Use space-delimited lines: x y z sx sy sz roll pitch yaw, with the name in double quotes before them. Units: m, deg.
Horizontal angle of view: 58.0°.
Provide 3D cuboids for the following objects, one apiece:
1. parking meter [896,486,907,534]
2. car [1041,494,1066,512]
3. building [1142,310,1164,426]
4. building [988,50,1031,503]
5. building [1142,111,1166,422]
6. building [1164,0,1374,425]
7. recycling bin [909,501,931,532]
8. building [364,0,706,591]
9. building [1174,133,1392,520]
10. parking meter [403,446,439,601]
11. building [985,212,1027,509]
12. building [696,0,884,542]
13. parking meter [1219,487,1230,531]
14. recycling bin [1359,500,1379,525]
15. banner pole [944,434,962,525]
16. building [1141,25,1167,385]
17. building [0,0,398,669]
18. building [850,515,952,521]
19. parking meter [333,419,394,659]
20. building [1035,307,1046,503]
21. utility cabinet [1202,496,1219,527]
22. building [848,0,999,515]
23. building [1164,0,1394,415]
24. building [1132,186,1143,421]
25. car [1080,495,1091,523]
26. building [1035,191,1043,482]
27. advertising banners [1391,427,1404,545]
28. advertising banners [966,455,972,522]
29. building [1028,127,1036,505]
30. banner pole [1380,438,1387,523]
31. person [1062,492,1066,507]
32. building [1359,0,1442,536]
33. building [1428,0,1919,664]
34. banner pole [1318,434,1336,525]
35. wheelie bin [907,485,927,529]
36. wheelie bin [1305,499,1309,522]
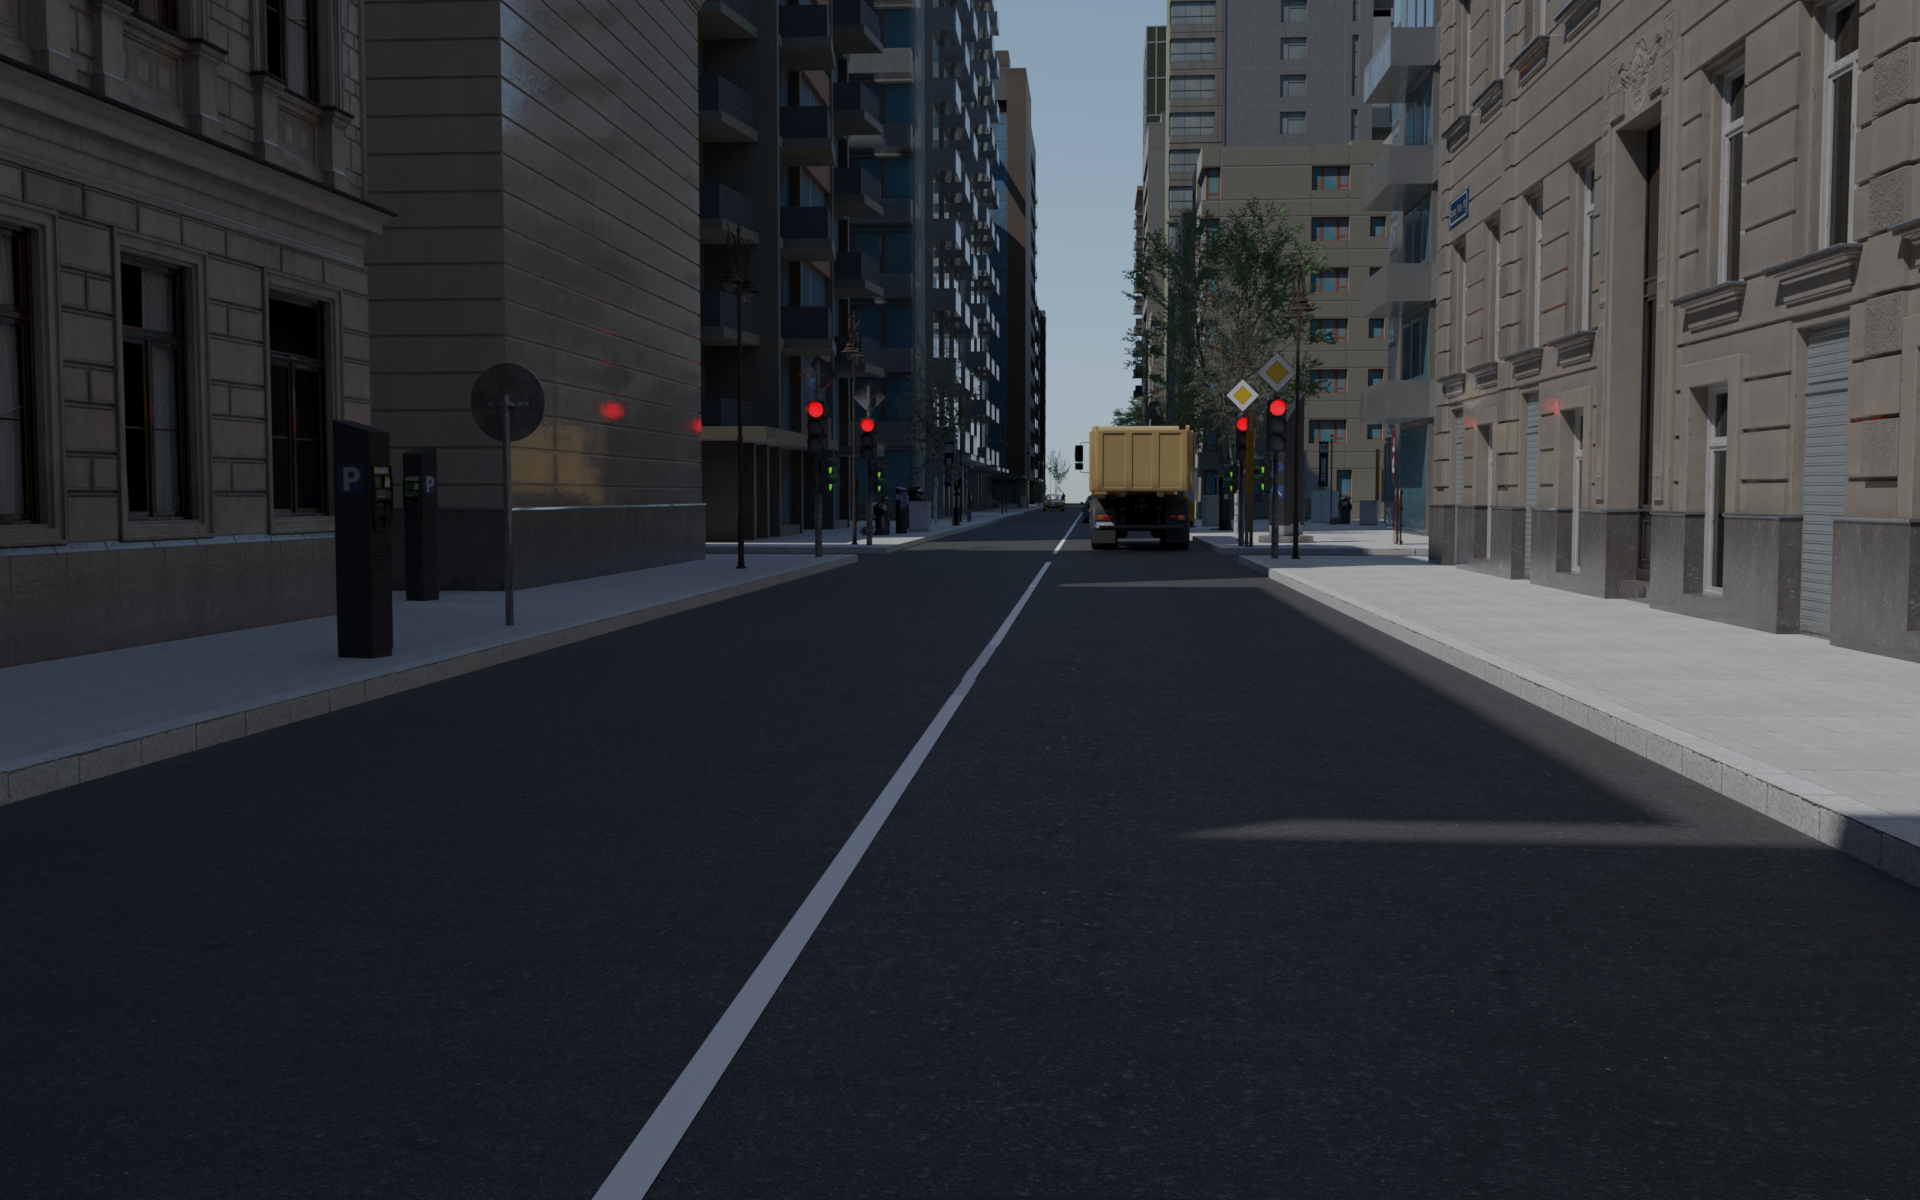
"parking meter" -1.900 -2.918 56.118 0.372 1.533 0.369 0 3 0
"car" 7.758 -8.143 143.359 2.015 1.641 3.980 0 4 5
"building" 32.880 -20.273 176.503 27.650 21.520 28.899 0 4 4
"building" 0.192 -32.396 179.792 14.600 45.320 14.200 0 4 4
"building" 33.619 -36.161 214.933 21.300 48.544 21.600 0 4 4
"building" 22.066 -27.109 126.834 14.154 41.232 14.086 0 4 4
"recycling bin" -1.377 -2.874 59.544 0.722 1.027 0.722 0 4 4
"building" -17.543 -14.157 28.733 25.104 27.353 12.463 0 4 4
"building" 26.924 -15.584 99.831 27.650 21.520 28.899 0 4 4
"parking meter" -6.493 -0.926 20.858 0.255 1.863 0.399 1 4 17
"building" -9.992 -28.730 161.618 32.217 40.220 23.993 0 4 4
"building" -14.474 -24.671 58.002 22.147 44.769 28.867 0 4 4
"parking meter" 9.297 -3.211 60.906 0.372 1.533 0.369 0 3 0
"recycling bin" 16.819 -3.585 71.175 0.722 1.027 0.722 1 4 19
"banner pole" -0.328 -5.047 72.528 0.863 3.779 0.401 2 4 29
"building" 36.061 -50.510 264.082 20.563 71.187 20.611 0 4 4
"building" -11.901 -8.923 10.522 10.561 19.102 19.286 0 4 4
"building" -10.655 -29.093 95.280 23.786 49.044 30.456 0 4 4
"parking meter" -4.677 -0.482 13.599 0.399 1.863 0.255 1 4 19
"building" 5.820 -30.009 262.355 14.160 30.474 14.107 0 4 4
"utility cabinet" 10.121 -3.521 68.732 1.020 1.237 0.306 -1 4 -22
"building" -8.502 -31.460 133.979 23.786 49.044 30.456 0 4 4
"building" 31.426 -34.123 147.152 28.713 52.752 27.495 0 4 4
"building" 35.145 -35.815 240.192 22.147 44.769 28.867 0 4 4
"car" 7.105 -4.639 87.854 2.014 1.417 4.499 0 4 3
"building" -0.610 -37.920 239.602 23.786 49.044 30.456 0 4 4
"advertising banners" 11.192 -2.947 44.364 0.090 3.025 2.074 0 4 7
"advertising banners" 0.389 -5.058 78.882 0.090 3.025 2.074 0 4 7
"building" -1.704 -36.082 213.645 21.300 48.544 21.600 0 4 4
"banner pole" 19.042 -5.360 77.654 0.401 3.779 0.863 0 4 5
"person" 11.111 -10.751 185.746 0.415 1.643 0.593 2 4 29
"building" 28.362 -26.598 54.492 30.456 49.044 23.786 0 4 4
"building" 13.438 -13.565 19.058 12.463 27.353 25.104 0 4 4
"banner pole" 15.301 -5.030 72.264 0.863 3.779 0.401 -1 4 -21
"wheelie bin" -1.642 -3.423 63.877 0.693 1.594 0.980 2 4 28
"wheelie bin" 15.882 -4.462 80.862 0.693 1.594 0.980 -2 4 -31
